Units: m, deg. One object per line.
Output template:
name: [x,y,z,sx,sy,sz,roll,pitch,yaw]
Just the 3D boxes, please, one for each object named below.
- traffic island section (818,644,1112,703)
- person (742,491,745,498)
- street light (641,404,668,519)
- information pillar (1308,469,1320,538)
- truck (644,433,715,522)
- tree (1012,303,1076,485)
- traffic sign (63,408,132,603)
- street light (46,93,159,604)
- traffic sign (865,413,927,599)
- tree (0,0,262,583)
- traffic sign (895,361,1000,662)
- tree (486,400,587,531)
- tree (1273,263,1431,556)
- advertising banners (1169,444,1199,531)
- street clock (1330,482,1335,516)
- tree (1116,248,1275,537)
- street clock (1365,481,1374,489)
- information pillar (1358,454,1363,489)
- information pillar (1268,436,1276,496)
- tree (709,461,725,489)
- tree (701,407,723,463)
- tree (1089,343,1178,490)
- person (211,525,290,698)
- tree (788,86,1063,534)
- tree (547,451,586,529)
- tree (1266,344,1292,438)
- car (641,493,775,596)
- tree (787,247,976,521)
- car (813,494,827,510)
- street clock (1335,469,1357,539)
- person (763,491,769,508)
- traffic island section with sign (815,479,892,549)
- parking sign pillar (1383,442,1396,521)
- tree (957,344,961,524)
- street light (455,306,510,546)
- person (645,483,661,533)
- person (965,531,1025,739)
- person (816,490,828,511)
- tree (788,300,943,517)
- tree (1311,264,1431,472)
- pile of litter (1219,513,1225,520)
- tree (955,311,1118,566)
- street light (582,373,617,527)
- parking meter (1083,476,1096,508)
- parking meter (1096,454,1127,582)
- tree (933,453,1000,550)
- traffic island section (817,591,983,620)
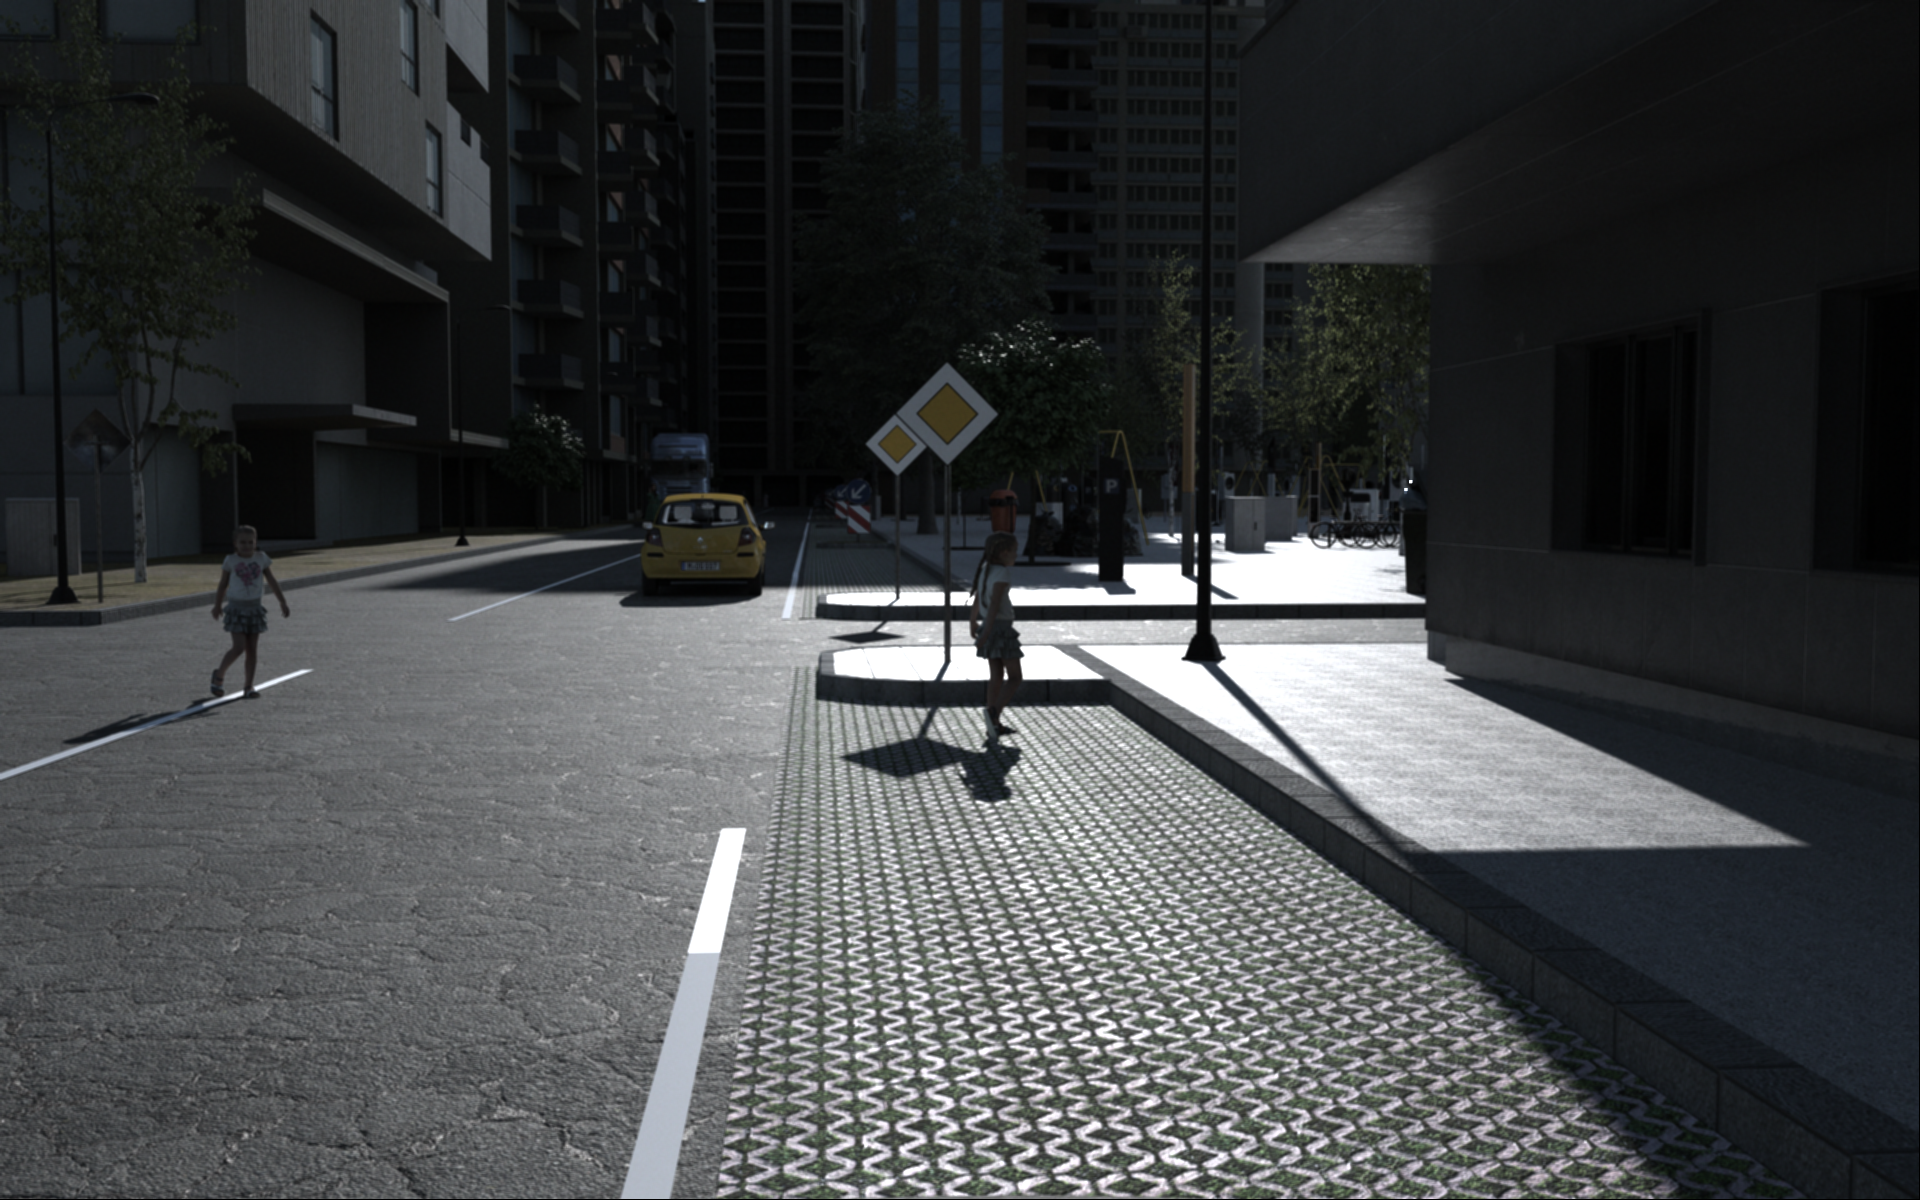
traffic island section: [-0.075,0.553,13.239,2.009,0.180,2.903,0,4,-5]
person: [-20.908,-9.632,166.710,0.721,1.736,1.217,-1,4,-12]
street light: [-15.705,-7.122,88.981,1.470,5.913,1.316,0,4,-5]
information pillar: [10.254,-2.796,50.204,0.304,2.012,0.304,0,4,6]
truck: [-12.857,-5.681,82.639,2.967,4.110,18.799,0,4,-5]
tree: [2.966,-7.070,65.963,4.360,8.622,3.978,0,3,0]
traffic sign: [-10.128,-1.022,20.357,0.795,2.450,0.064,0,4,-5]
street light: [-9.983,-2.914,20.187,1.470,5.913,1.316,0,4,-5]
traffic sign: [-0.764,-1.069,21.118,0.795,2.450,0.064,0,4,-5]
tree: [-11.837,-4.546,24.683,4.737,8.622,4.395,0,3,0]
traffic sign: [-0.098,-0.582,13.160,0.795,2.450,0.064,0,4,-5]
tree: [-14.794,-4.700,60.554,4.285,4.588,4.351,0,3,0]
tree: [8.983,-5.226,35.809,4.360,8.622,3.978,0,3,0]
advertising banners: [7.953,-3.941,60.621,0.090,3.025,2.074,-2,4,-31]
street clock: [21.100,-5.695,97.680,0.358,2.002,0.471,-1,4,-20]
tree: [6.457,-6.200,51.739,4.360,8.622,3.978,0,3,0]
street clock: [22.859,-5.634,96.687,0.358,2.002,0.471,-3,4,-37]
information pillar: [20.999,-6.089,90.913,0.183,3.616,0.504,0,4,-3]
information pillar: [12.685,-4.840,70.496,0.183,3.616,0.504,-1,4,-18]
tree: [-21.757,-10.058,148.167,4.285,4.588,4.351,0,3,0]
tree: [-21.958,-11.778,142.933,4.360,8.622,3.978,0,3,0]
tree: [7.847,-8.201,84.450,4.737,8.622,4.395,0,3,0]
person: [-5.035,0.076,12.273,0.505,1.210,0.382,-3,4,-38]
tree: [-1.017,-9.062,54.822,9.857,13.997,8.962,0,3,0]
tree: [-14.477,-4.289,64.733,1.663,3.219,1.824,0,3,0]
tree: [15.766,-7.785,77.640,4.737,8.622,4.395,0,3,0]
car: [-3.780,-0.959,25.897,2.015,1.641,3.980,0,4,-5]
tree: [-2.725,-10.589,83.503,12.009,13.543,11.850,0,3,0]
car: [-12.505,-8.970,158.653,2.014,1.417,4.499,0,4,-5]
street clock: [11.150,-2.767,49.809,0.471,2.002,0.358,2,4,28]
person: [-19.262,-9.944,171.752,0.621,1.740,0.551,1,4,23]
traffic island section with sign: [-2.817,-2.287,46.022,1.989,1.847,2.006,0,4,-5]
parking sign pillar: [20.080,-5.657,80.959,1.447,3.967,1.447,0,4,5]
tree: [-0.286,-7.532,73.517,4.737,8.622,4.395,0,3,0]
street light: [-11.799,-4.298,42.808,1.470,5.913,1.316,0,4,-5]
person: [-10.073,-2.940,56.813,0.600,1.795,0.529,-3,5,-45]
person: [0.158,0.200,10.249,0.382,1.210,0.505,-2,4,-30]
person: [-11.239,-8.117,141.928,1.217,1.743,0.721,-1,4,-22]
tree: [-4.914,-11.026,97.280,9.611,12.733,9.660,0,3,0]
tree: [7.333,-4.626,26.002,4.737,8.622,4.395,0,3,0]
pile of litter: [13.663,-4.419,86.217,1.719,0.858,1.176,0,4,6]
tree: [1.256,-2.907,31.241,4.285,4.588,4.351,0,3,0]
street light: [-13.848,-5.748,66.524,1.470,5.913,1.316,0,4,-5]
parking meter: [4.195,-3.062,55.773,0.399,1.863,0.255,2,4,32]
parking meter: [2.248,-1.209,25.482,0.399,1.863,0.255,1,4,9]
tree: [0.101,-2.766,39.821,1.663,3.219,1.824,0,3,0]
traffic island section: [-0.742,0.066,21.197,2.009,0.180,2.903,0,4,-5]
